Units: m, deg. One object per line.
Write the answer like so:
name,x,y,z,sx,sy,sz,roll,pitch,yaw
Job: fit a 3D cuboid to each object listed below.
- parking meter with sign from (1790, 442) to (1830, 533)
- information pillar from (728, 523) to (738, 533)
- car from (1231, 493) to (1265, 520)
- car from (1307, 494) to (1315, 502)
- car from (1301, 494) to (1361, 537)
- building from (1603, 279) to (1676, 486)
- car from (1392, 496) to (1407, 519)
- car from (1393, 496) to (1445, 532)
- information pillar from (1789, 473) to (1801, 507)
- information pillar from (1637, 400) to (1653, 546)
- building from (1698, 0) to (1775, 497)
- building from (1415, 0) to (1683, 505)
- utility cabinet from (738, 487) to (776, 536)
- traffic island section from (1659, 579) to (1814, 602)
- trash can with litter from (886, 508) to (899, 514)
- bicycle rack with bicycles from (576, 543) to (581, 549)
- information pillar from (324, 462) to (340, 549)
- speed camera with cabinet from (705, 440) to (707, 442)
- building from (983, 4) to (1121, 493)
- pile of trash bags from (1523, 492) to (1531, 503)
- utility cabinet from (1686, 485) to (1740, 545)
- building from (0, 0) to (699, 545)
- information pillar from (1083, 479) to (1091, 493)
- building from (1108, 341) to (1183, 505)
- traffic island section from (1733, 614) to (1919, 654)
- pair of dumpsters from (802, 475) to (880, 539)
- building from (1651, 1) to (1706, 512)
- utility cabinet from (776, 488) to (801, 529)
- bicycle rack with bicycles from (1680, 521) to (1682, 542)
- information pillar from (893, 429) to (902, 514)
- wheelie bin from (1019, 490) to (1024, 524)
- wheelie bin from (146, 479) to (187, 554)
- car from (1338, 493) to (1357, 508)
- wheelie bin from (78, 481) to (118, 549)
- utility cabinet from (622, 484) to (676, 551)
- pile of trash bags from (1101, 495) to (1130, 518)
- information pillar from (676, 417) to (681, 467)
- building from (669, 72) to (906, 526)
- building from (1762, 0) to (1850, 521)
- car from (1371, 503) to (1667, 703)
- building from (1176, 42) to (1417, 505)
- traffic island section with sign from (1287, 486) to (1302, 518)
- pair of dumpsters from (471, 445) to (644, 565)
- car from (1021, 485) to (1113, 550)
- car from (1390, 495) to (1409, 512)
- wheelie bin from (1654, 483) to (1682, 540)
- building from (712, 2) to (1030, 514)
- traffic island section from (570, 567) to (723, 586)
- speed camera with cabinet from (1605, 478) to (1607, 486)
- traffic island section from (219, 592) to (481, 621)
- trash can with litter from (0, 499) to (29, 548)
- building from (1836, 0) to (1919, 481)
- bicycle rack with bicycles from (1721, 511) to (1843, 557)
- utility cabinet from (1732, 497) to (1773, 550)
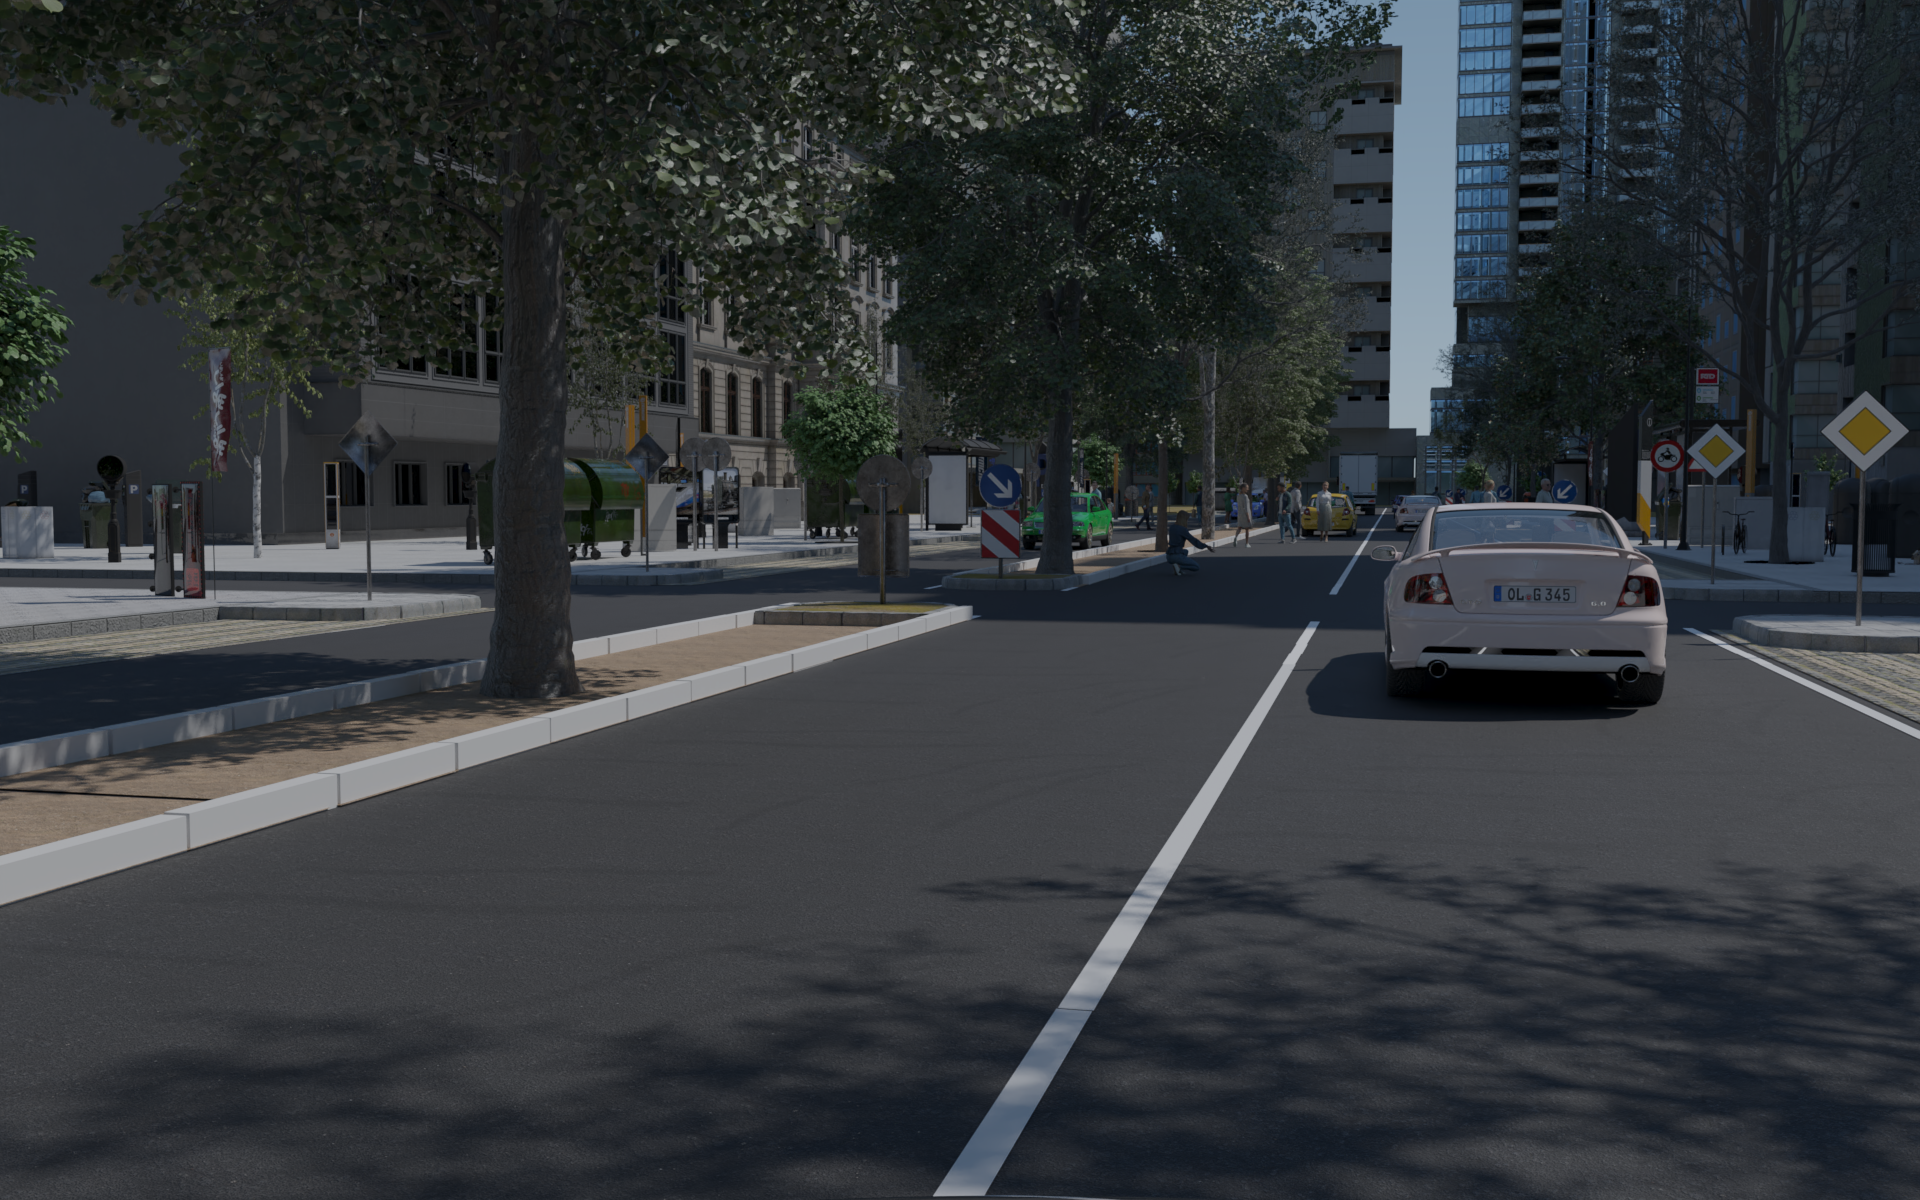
parking meter with sign,28.690,-3.769,57.878,1.738,3.016,0.543,2,4,29
information pillar,-7.510,-3.231,57.317,0.304,2.012,0.304,1,4,8
car,16.176,-5.375,97.476,1.945,1.707,3.694,1,4,13
car,19.527,-5.126,92.611,1.959,1.807,4.718,1,4,14
car,12.725,-3.016,59.542,2.015,1.641,3.980,1,4,16
building,67.680,-18.036,139.930,27.650,21.520,28.899,1,4,14
car,26.435,-5.469,101.994,1.945,1.354,3.894,1,4,14
car,17.702,-3.313,66.524,2.083,1.381,4.827,1,4,13
information pillar,29.212,-3.432,60.601,0.304,2.012,0.304,1,4,15
information pillar,17.053,-3.166,43.112,0.504,3.616,0.183,-3,4,-36
building,51.089,-27.457,99.034,14.600,45.320,14.200,1,4,14
building,67.770,-53.931,194.445,31.000,86.520,22.319,1,4,14
utility cabinet,-6.250,-2.708,52.962,0.318,1.500,1.173,3,5,44
traffic island section,10.714,-0.143,24.619,2.009,0.180,2.903,1,4,14
trash can with litter,-2.437,-2.630,54.384,1.055,1.170,0.624,1,4,15
bicycle rack with bicycles,-9.753,-1.738,41.799,2.852,0.926,2.925,0,4,3
information pillar,-14.590,-2.187,40.244,0.304,2.012,0.304,-1,4,-14
speed camera with cabinet,-8.764,-4.231,63.516,2.038,3.252,0.660,-3,4,-36
building,-0.436,-34.688,156.393,27.495,52.752,28.713,1,4,14
pile of trash bags,29.905,-4.837,88.830,1.912,1.369,3.447,-1,4,-14
utility cabinet,18.601,-2.086,42.782,1.173,1.500,0.318,1,4,22
building,-19.322,-16.008,55.239,14.314,27.812,24.014,1,4,14
information pillar,6.330,-5.009,86.387,0.304,2.012,0.304,-1,4,-10
building,12.796,-22.526,213.342,28.899,21.520,27.650,1,4,14
traffic island section,8.768,0.331,16.874,2.009,0.180,2.903,1,4,14
pair of dumpsters,-3.322,-2.985,51.298,1.574,2.255,4.437,1,4,14
building,58.296,-41.409,115.289,20.563,71.187,20.611,1,4,14
utility cabinet,-6.404,-3.330,63.123,1.173,1.500,0.318,-1,4,-15
bicycle rack with bicycles,20.394,-1.980,45.762,2.852,0.926,2.925,-1,4,-16
information pillar,-2.239,-4.335,62.227,0.183,3.616,0.504,3,4,38
wheelie bin,2.456,-4.058,74.251,0.693,1.594,0.980,-1,4,-17
wheelie bin,-17.062,-1.808,37.461,0.980,1.594,0.693,-1,4,-9
car,24.384,-6.241,110.841,1.959,1.807,4.718,1,4,14
wheelie bin,-20.297,-2.011,40.790,0.980,1.594,0.693,2,4,35
utility cabinet,-6.926,-1.829,38.581,1.173,1.500,0.318,-2,4,-35
pile of trash bags,8.302,-5.210,94.931,3.447,1.369,1.912,-3,5,-42
information pillar,-8.588,-3.760,52.826,0.183,3.616,0.504,-1,4,-17
building,-12.577,-16.195,83.867,14.460,24.649,34.723,1,4,14
building,47.570,-24.557,85.094,14.154,41.232,14.086,1,4,14
car,4.247,-0.065,13.420,2.083,1.381,4.827,1,4,14
building,40.237,-37.717,205.904,27.495,52.752,28.713,1,4,14
traffic island section with sign,19.067,-5.597,99.645,2.006,1.907,1.989,1,4,14
pair of dumpsters,-7.656,-1.877,33.176,1.574,2.255,4.437,1,4,14
car,2.891,-2.280,46.078,1.959,1.807,4.718,1,4,16
car,35.166,-7.635,137.405,1.945,1.354,3.894,1,4,12
wheelie bin,19.802,-2.476,48.398,0.693,1.594,0.980,1,4,13
building,-11.705,-26.164,119.655,32.217,40.220,23.993,1,4,14
traffic island section,-5.184,-0.387,28.603,2.009,0.180,2.903,1,4,14
speed camera with cabinet,36.599,-6.172,95.252,2.038,3.252,0.660,2,4,27
traffic island section,-7.129,0.087,20.858,2.009,0.180,2.903,1,4,14
trash can with litter,-22.754,-1.839,41.453,1.055,1.170,0.624,2,4,34
building,39.988,-17.817,63.017,14.160,30.474,14.107,1,4,14
bicycle rack with bicycles,17.369,-1.438,36.901,2.852,0.926,2.925,2,4,24
utility cabinet,18.475,-1.771,40.110,1.020,1.237,0.306,1,4,16
